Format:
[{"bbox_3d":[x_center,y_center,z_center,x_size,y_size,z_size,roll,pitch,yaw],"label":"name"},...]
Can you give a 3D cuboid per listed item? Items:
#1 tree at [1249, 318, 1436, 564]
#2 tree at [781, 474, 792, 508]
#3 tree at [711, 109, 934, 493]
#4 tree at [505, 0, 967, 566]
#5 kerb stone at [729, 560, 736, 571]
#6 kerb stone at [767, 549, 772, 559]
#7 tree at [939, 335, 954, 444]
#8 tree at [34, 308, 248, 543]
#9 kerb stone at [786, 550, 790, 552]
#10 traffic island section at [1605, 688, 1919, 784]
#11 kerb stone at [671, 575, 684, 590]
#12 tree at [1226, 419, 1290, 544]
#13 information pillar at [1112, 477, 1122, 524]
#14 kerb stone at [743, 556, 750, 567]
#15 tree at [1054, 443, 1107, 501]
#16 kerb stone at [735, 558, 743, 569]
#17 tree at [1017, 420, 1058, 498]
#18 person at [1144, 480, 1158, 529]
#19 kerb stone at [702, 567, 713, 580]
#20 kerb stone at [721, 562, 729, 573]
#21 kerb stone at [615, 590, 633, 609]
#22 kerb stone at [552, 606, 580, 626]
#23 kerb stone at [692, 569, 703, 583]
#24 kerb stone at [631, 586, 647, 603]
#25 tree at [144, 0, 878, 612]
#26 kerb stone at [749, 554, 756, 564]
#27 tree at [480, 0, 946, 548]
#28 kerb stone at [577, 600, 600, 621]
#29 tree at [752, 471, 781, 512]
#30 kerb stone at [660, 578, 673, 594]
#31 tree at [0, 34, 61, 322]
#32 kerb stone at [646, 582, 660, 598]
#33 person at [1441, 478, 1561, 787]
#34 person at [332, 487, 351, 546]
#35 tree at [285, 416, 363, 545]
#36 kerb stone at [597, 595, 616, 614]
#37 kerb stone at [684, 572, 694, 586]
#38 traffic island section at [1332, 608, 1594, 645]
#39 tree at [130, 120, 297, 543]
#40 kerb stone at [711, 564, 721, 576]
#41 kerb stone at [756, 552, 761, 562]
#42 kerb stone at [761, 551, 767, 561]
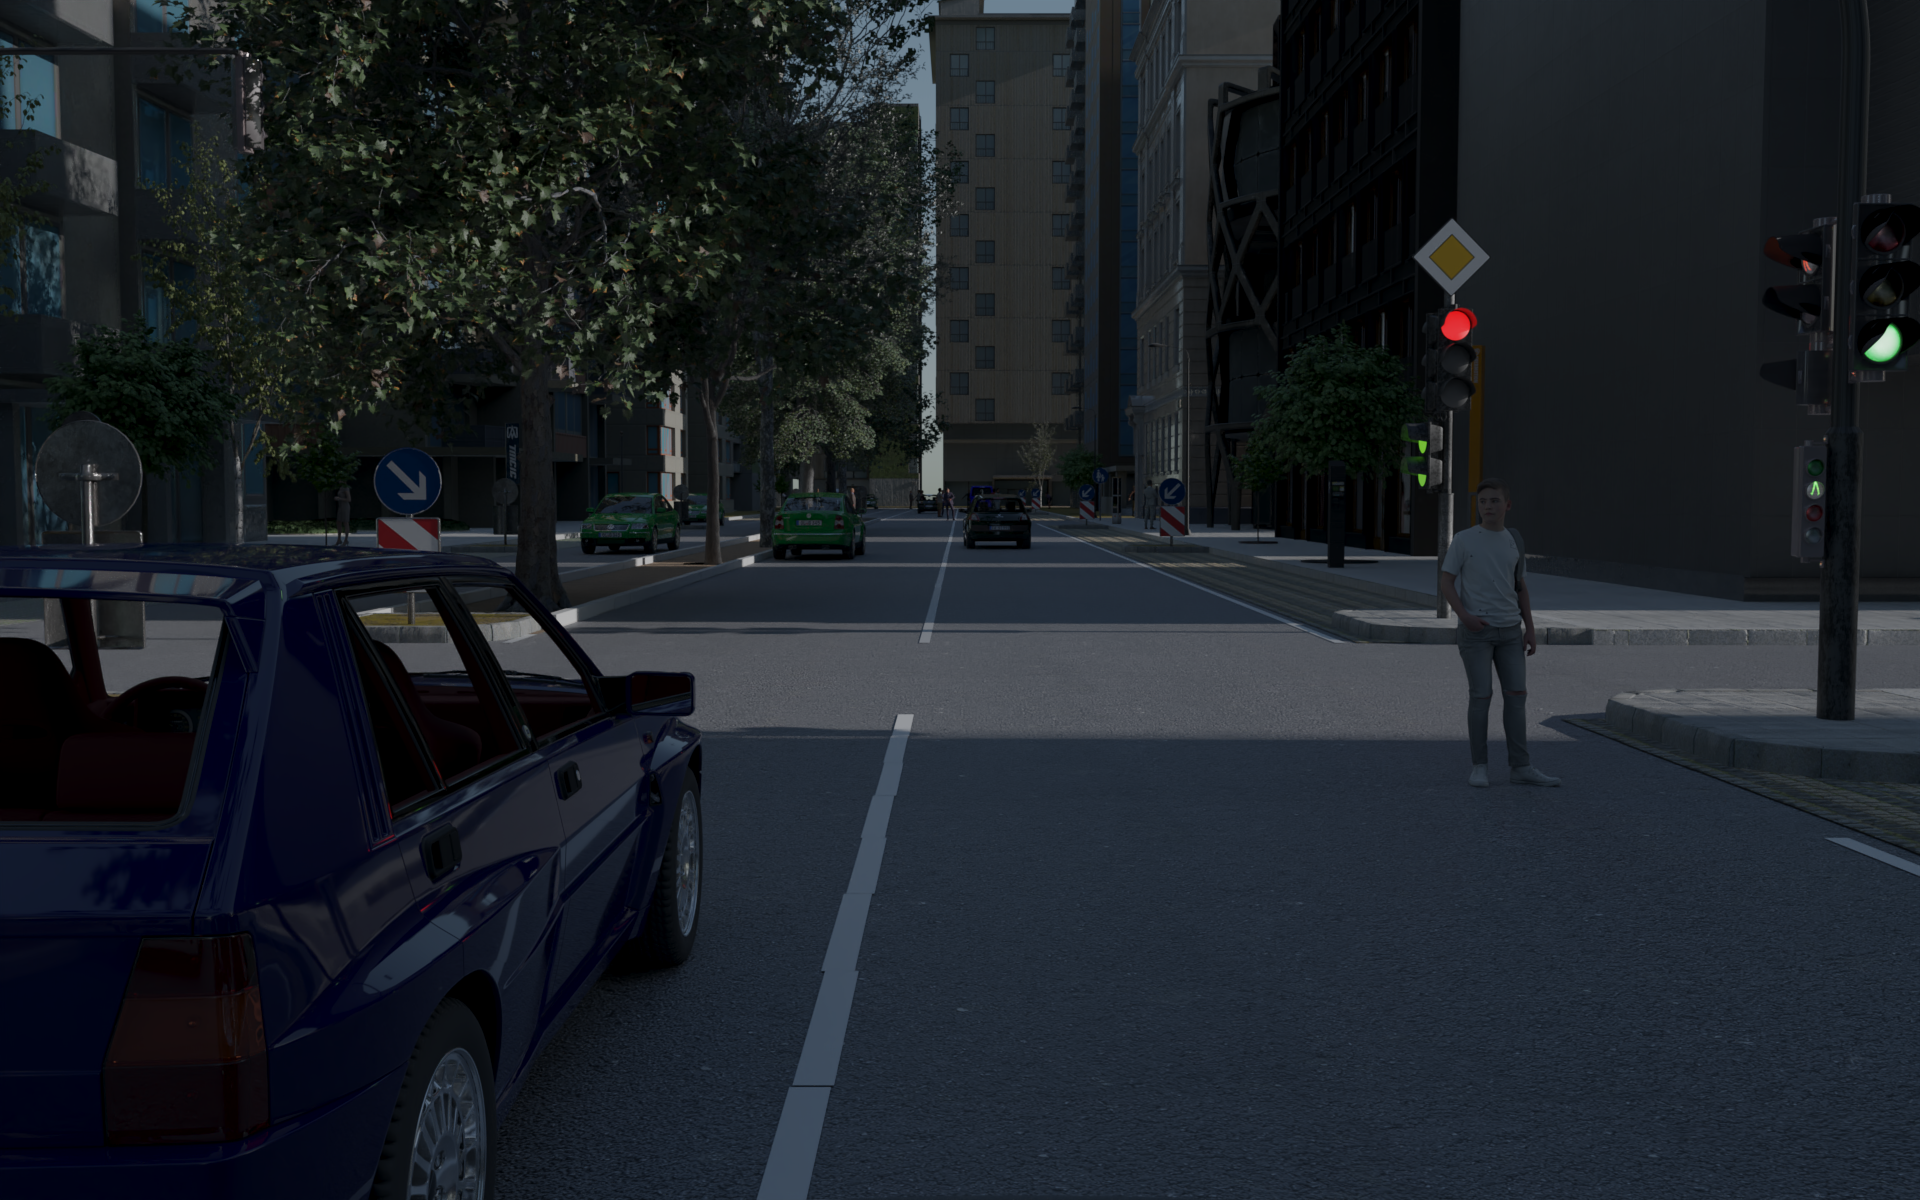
[{"bbox_3d":[7.159,-2.974,32.335,4.285,4.588,4.351,0,3,0],"label":"tree"},{"bbox_3d":[-14.956,-9.105,143.473,1.663,3.219,1.824,0,3,0],"label":"tree"},{"bbox_3d":[-5.220,-9.109,58.037,9.857,13.997,8.962,0,3,0],"label":"tree"},{"bbox_3d":[-4.946,-7.433,34.351,12.009,13.543,11.850,0,3,0],"label":"tree"},{"bbox_3d":[-4.344,-0.614,32.273,0.120,0.150,1.000,0,3,0],"label":"kerb stone"},{"bbox_3d":[-4.335,-0.989,38.409,0.120,0.150,1.000,0,3,0],"label":"kerb stone"},{"bbox_3d":[-5.071,-9.078,67.891,9.611,12.733,9.660,0,3,0],"label":"tree"},{"bbox_3d":[-14.432,-2.867,30.595,4.285,4.588,4.351,0,3,0],"label":"tree"},{"bbox_3d":[-4.327,-1.368,44.564,0.120,0.150,1.000,0,3,0],"label":"kerb stone"},{"bbox_3d":[5.018,0.756,9.920,2.009,0.180,2.903,0,3,0],"label":"traffic island section"},{"bbox_3d":[-4.347,-0.241,26.133,0.120,0.150,1.000,0,3,0],"label":"kerb stone"},{"bbox_3d":[7.662,-3.086,45.066,1.663,3.219,1.824,0,3,0],"label":"tree"},{"bbox_3d":[6.722,-4.264,74.207,0.304,2.012,0.304,3,4,36],"label":"information pillar"},{"bbox_3d":[-4.341,-0.741,34.318,0.120,0.150,1.000,0,3,0],"label":"kerb stone"},{"bbox_3d":[7.660,-7.742,110.296,4.285,4.588,4.351,0,3,0],"label":"tree"},{"bbox_3d":[-4.340,-0.679,33.295,0.120,0.150,1.000,0,3,0],"label":"kerb stone"},{"bbox_3d":[7.849,-13.460,170.431,4.360,8.622,3.978,0,3,0],"label":"tree"},{"bbox_3d":[6.973,-3.481,63.145,0.511,1.800,0.466,2,4,30],"label":"person"},{"bbox_3d":[-4.344,-0.429,29.206,0.120,0.150,1.000,0,3,0],"label":"kerb stone"},{"bbox_3d":[-4.345,-0.547,31.251,0.120,0.150,1.000,0,3,0],"label":"kerb stone"},{"bbox_3d":[-4.352,0.010,22.027,0.120,0.150,1.000,0,3,0],"label":"kerb stone"},{"bbox_3d":[-4.360,0.200,18.959,0.120,0.150,1.000,0,3,0],"label":"kerb stone"},{"bbox_3d":[-4.353,-0.366,28.183,0.120,0.150,1.000,0,3,0],"label":"kerb stone"},{"bbox_3d":[-4.347,-0.053,23.058,0.120,0.150,1.000,0,3,0],"label":"kerb stone"},{"bbox_3d":[-5.190,-6.212,21.033,9.611,12.733,9.660,0,3,0],"label":"tree"},{"bbox_3d":[-4.341,-0.798,35.340,0.120,0.150,1.000,0,3,0],"label":"kerb stone"},{"bbox_3d":[-6.359,-11.510,46.536,12.611,20.169,13.585,0,3,0],"label":"tree"},{"bbox_3d":[-4.348,0.137,19.982,0.120,0.150,1.000,0,3,0],"label":"kerb stone"},{"bbox_3d":[-14.178,-7.933,124.304,1.663,3.219,1.824,0,3,0],"label":"tree"},{"bbox_3d":[-4.346,-0.177,25.102,0.120,0.150,1.000,0,3,0],"label":"kerb stone"},{"bbox_3d":[-13.808,-4.378,21.938,4.737,8.622,4.395,0,3,0],"label":"tree"},{"bbox_3d":[-4.349,-0.115,24.080,0.120,0.150,1.000,0,3,0],"label":"kerb stone"},{"bbox_3d":[2.651,0.157,8.527,0.503,1.515,0.523,-3,5,-40],"label":"person"},{"bbox_3d":[-15.141,-2.203,42.396,0.374,1.781,0.599,-3,4,-36],"label":"person"},{"bbox_3d":[-14.796,-2.818,40.682,1.663,3.219,1.824,0,3,0],"label":"tree"},{"bbox_3d":[-4.358,0.073,21.005,0.120,0.150,1.000,0,3,0],"label":"kerb stone"},{"bbox_3d":[-4.348,-0.300,27.161,0.120,0.150,1.000,0,3,0],"label":"kerb stone"},{"bbox_3d":[5.025,0.268,17.905,2.009,0.180,2.903,0,3,0],"label":"traffic island section"},{"bbox_3d":[-14.471,-5.186,35.153,4.737,8.622,4.395,0,3,0],"label":"tree"},{"bbox_3d":[-4.346,-0.491,30.229,0.120,0.150,1.000,0,3,0],"label":"kerb stone"},{"bbox_3d":[-4.340,-0.866,36.362,0.120,0.150,1.000,0,3,0],"label":"kerb stone"},{"bbox_3d":[-4.330,-0.929,37.386,0.120,0.150,1.000,0,3,0],"label":"kerb stone"}]
